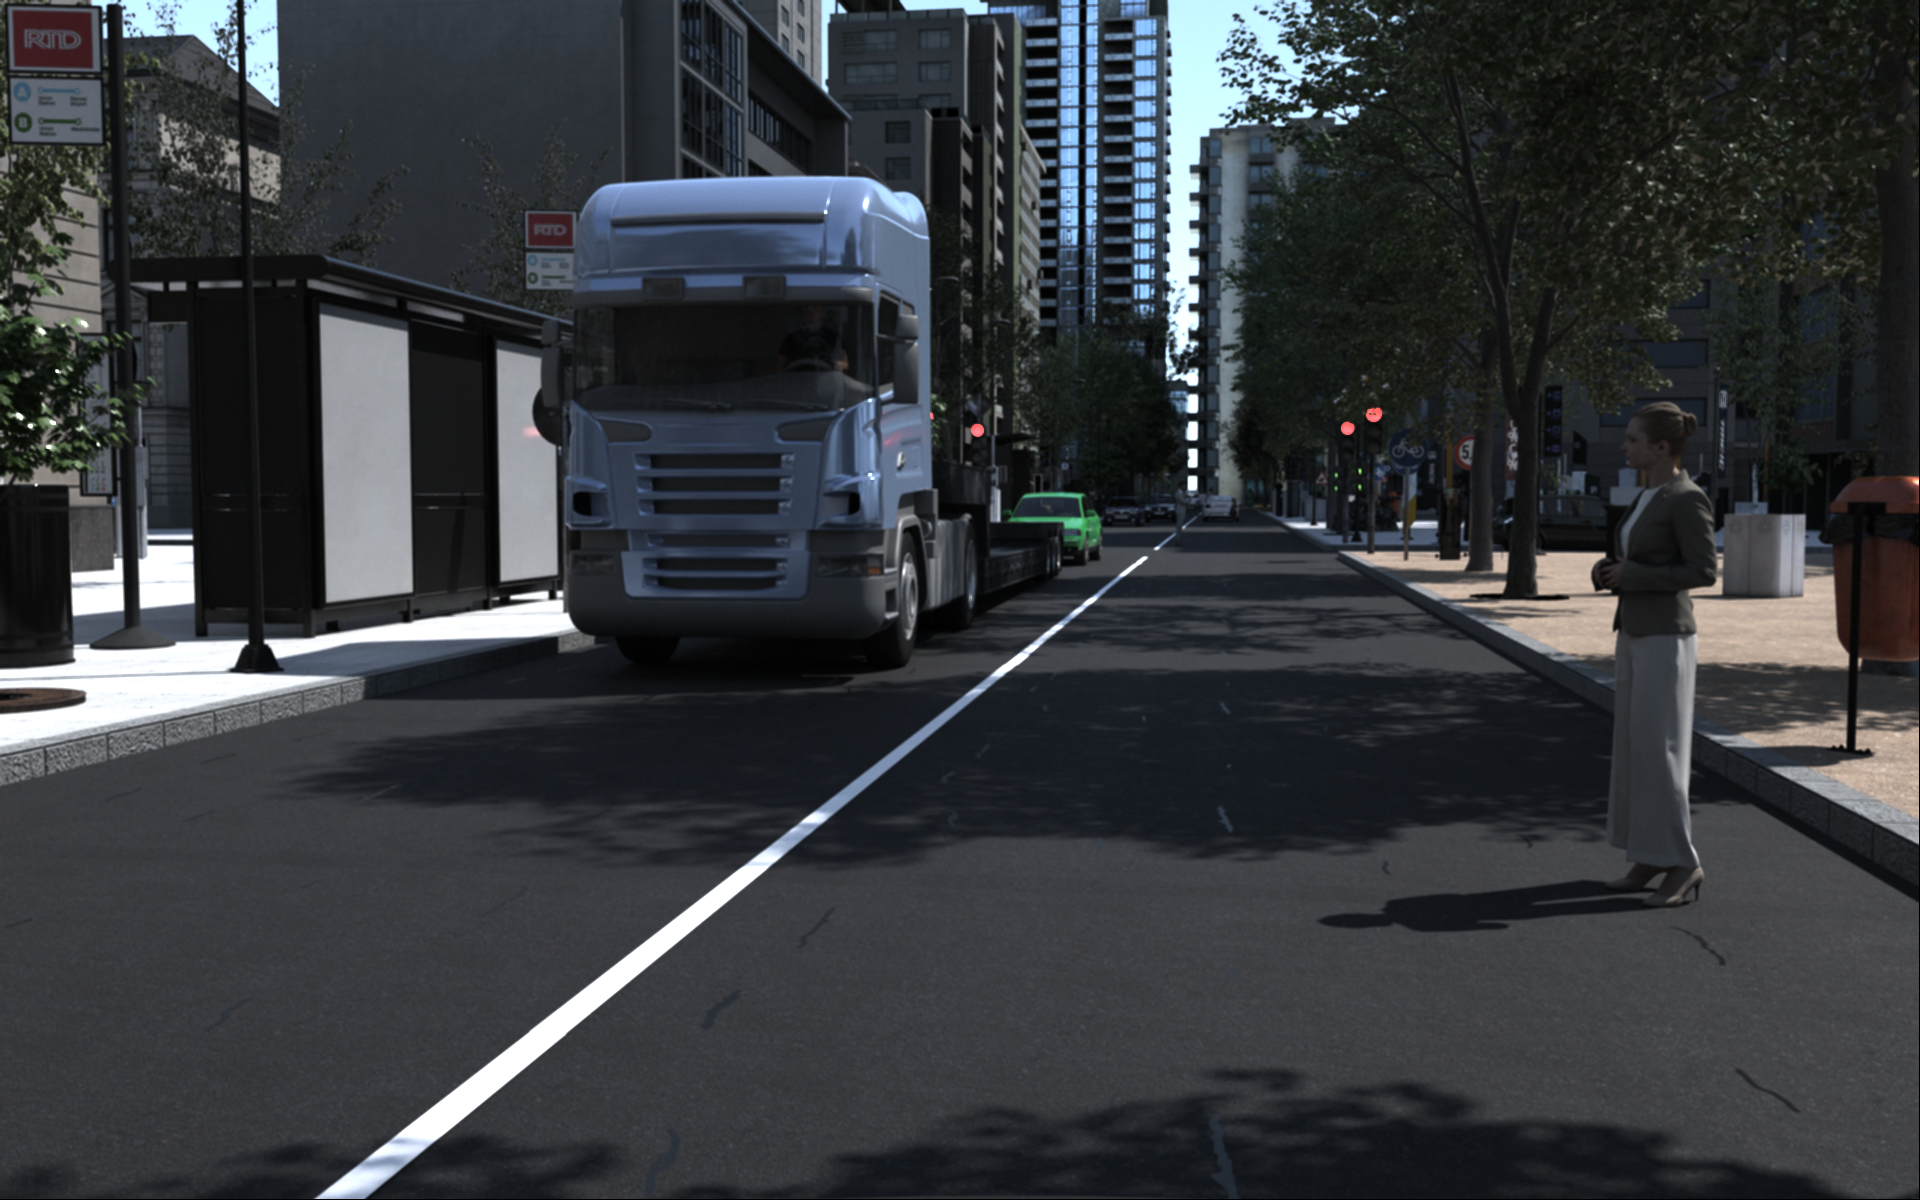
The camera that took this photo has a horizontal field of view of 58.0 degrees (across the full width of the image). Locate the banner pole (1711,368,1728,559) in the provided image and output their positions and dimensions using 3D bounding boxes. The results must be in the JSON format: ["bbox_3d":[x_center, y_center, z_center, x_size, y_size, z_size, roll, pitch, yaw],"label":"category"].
[{"bbox_3d":[15.136,-2.724,34.550,0.401,3.779,0.863,3,5,43],"label":"banner pole"}]

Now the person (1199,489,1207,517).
[{"bbox_3d":[15.431,-6.104,108.965,0.731,1.740,0.598,-1,4,-14],"label":"person"}]

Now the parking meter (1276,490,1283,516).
[{"bbox_3d":[18.358,-5.574,99.543,0.372,1.533,0.369,0,3,0],"label":"parking meter"}]

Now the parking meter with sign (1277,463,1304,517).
[{"bbox_3d":[18.732,-6.176,97.232,1.738,3.016,0.543,2,4,27],"label":"parking meter with sign"}]

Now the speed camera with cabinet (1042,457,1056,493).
[{"bbox_3d":[4.117,-6.024,92.833,2.038,3.252,0.660,2,4,30],"label":"speed camera with cabinet"}]

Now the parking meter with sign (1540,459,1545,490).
[{"bbox_3d":[28.695,-5.501,86.194,0.543,3.016,1.738,2,4,24],"label":"parking meter with sign"}]

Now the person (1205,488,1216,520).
[{"bbox_3d":[13.905,-5.356,96.344,0.850,1.792,0.678,2,4,28],"label":"person"}]

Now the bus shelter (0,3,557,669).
[{"bbox_3d":[-6.328,-2.395,16.788,2.179,5.291,8.768,1,4,9],"label":"bus shelter"}]

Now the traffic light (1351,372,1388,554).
[{"bbox_3d":[8.825,-2.950,37.157,0.839,4.253,0.868,1,4,9],"label":"traffic light"}]

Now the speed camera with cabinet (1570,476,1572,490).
[{"bbox_3d":[30.294,-5.550,85.071,2.038,3.252,0.660,0,4,-3],"label":"speed camera with cabinet"}]

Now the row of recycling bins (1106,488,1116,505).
[{"bbox_3d":[9.467,-6.453,112.617,1.069,1.692,3.534,0,4,-5],"label":"row of recycling bins"}]

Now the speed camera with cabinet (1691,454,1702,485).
[{"bbox_3d":[35.715,-5.567,85.357,2.038,3.252,0.660,3,4,38],"label":"speed camera with cabinet"}]

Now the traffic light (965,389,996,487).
[{"bbox_3d":[0.529,-3.521,46.484,0.839,4.253,0.868,1,4,9],"label":"traffic light"}]

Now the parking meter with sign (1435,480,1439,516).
[{"bbox_3d":[25.072,-5.858,92.039,0.543,3.016,1.738,-2,4,-25],"label":"parking meter with sign"}]

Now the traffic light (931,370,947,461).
[{"bbox_3d":[-0.679,-3.038,38.590,0.839,4.253,0.868,1,4,9],"label":"traffic light"}]

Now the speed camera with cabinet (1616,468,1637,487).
[{"bbox_3d":[23.770,-4.128,61.826,0.660,3.252,2.038,1,4,20],"label":"speed camera with cabinet"}]

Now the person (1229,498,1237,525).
[{"bbox_3d":[12.833,-4.171,81.362,0.373,1.253,0.362,0,4,7],"label":"person"}]

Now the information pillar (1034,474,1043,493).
[{"bbox_3d":[2.885,-3.637,63.955,0.304,2.012,0.304,0,4,6],"label":"information pillar"}]

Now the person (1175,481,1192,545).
[{"bbox_3d":[6.252,-2.434,48.477,0.466,1.800,0.511,0,4,5],"label":"person"}]

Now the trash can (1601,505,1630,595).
[{"bbox_3d":[8.574,-0.641,22.128,0.748,1.137,0.748,0,3,0],"label":"trash can"}]

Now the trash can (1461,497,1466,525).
[{"bbox_3d":[20.867,-3.739,72.782,0.748,1.137,0.748,0,3,0],"label":"trash can"}]

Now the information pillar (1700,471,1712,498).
[{"bbox_3d":[24.293,-3.178,56.454,0.304,2.012,0.304,3,5,42],"label":"information pillar"}]

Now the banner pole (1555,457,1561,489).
[{"bbox_3d":[26.457,-5.298,76.634,0.401,3.779,0.863,3,4,36],"label":"banner pole"}]

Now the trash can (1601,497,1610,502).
[{"bbox_3d":[29.213,-4.051,77.884,0.748,1.137,0.748,0,3,0],"label":"trash can"}]

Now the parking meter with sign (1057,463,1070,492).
[{"bbox_3d":[5.569,-6.063,95.387,0.543,3.016,1.738,1,4,19],"label":"parking meter with sign"}]

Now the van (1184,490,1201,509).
[{"bbox_3d":[22.131,-9.678,165.246,2.013,2.044,4.112,0,4,7],"label":"van"}]

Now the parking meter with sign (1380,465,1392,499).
[{"bbox_3d":[25.727,-6.642,104.854,0.543,3.016,1.738,0,4,6],"label":"parking meter with sign"}]

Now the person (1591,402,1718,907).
[{"bbox_3d":[2.451,0.174,6.205,0.362,1.759,0.519,0,4,0],"label":"person"}]

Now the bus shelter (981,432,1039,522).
[{"bbox_3d":[1.963,-4.761,69.130,1.731,3.624,6.357,1,4,9],"label":"bus shelter"}]

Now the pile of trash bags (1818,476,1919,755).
[{"bbox_3d":[5.302,0.141,7.454,1.912,1.369,3.447,-2,4,-28],"label":"pile of trash bags"}]

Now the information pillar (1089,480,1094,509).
[{"bbox_3d":[6.751,-5.196,89.443,0.304,2.012,0.304,1,4,22],"label":"information pillar"}]

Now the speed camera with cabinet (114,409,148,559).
[{"bbox_3d":[-16.635,-2.468,34.693,0.660,3.252,2.038,-2,4,-26],"label":"speed camera with cabinet"}]

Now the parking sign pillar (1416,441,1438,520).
[{"bbox_3d":[23.631,-6.068,87.690,1.447,3.967,1.447,-3,5,-42],"label":"parking sign pillar"}]

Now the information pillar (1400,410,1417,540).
[{"bbox_3d":[12.621,-3.501,48.601,0.504,3.616,0.183,-3,4,-36],"label":"information pillar"}]

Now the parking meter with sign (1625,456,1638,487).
[{"bbox_3d":[26.982,-4.489,69.652,0.543,3.016,1.738,1,4,22],"label":"parking meter with sign"}]

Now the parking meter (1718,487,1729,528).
[{"bbox_3d":[29.323,-3.557,66.567,0.372,1.533,0.369,0,3,0],"label":"parking meter"}]

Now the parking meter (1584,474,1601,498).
[{"bbox_3d":[18.271,-2.712,50.059,0.399,1.863,0.255,0,4,-1],"label":"parking meter"}]

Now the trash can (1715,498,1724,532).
[{"bbox_3d":[25.372,-2.864,58.472,0.748,1.137,0.748,0,3,0],"label":"trash can"}]

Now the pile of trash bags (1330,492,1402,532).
[{"bbox_3d":[14.341,-3.067,59.903,1.912,1.369,3.447,3,5,41],"label":"pile of trash bags"}]

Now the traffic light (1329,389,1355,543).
[{"bbox_3d":[10.032,-3.433,45.051,0.839,4.253,0.868,1,4,9],"label":"traffic light"}]

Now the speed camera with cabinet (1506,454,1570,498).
[{"bbox_3d":[21.208,-4.249,63.808,2.038,3.252,0.660,1,4,10],"label":"speed camera with cabinet"}]

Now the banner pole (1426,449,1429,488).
[{"bbox_3d":[23.189,-5.782,84.551,0.863,3.779,0.401,1,4,13],"label":"banner pole"}]

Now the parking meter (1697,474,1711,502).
[{"bbox_3d":[21.071,-2.656,49.143,0.399,1.863,0.255,1,4,20],"label":"parking meter"}]

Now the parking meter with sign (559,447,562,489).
[{"bbox_3d":[-13.092,-3.519,53.796,0.543,3.016,1.738,3,5,40],"label":"parking meter with sign"}]

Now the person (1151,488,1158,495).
[{"bbox_3d":[11.173,-5.561,99.604,0.511,1.800,0.466,1,4,15],"label":"person"}]

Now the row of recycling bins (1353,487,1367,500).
[{"bbox_3d":[21.489,-5.293,93.652,1.069,1.692,3.534,1,4,10],"label":"row of recycling bins"}]

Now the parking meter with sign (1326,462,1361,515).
[{"bbox_3d":[20.368,-5.825,91.496,1.738,3.016,0.543,0,4,-6],"label":"parking meter with sign"}]

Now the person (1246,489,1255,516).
[{"bbox_3d":[19.286,-6.509,115.173,0.600,1.795,0.529,2,4,24],"label":"person"}]

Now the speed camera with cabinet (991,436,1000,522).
[{"bbox_3d":[1.007,-3.974,59.306,0.660,3.252,2.038,0,4,6],"label":"speed camera with cabinet"}]

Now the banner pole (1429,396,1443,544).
[{"bbox_3d":[12.346,-3.333,44.511,0.401,3.779,0.863,1,4,16],"label":"banner pole"}]
